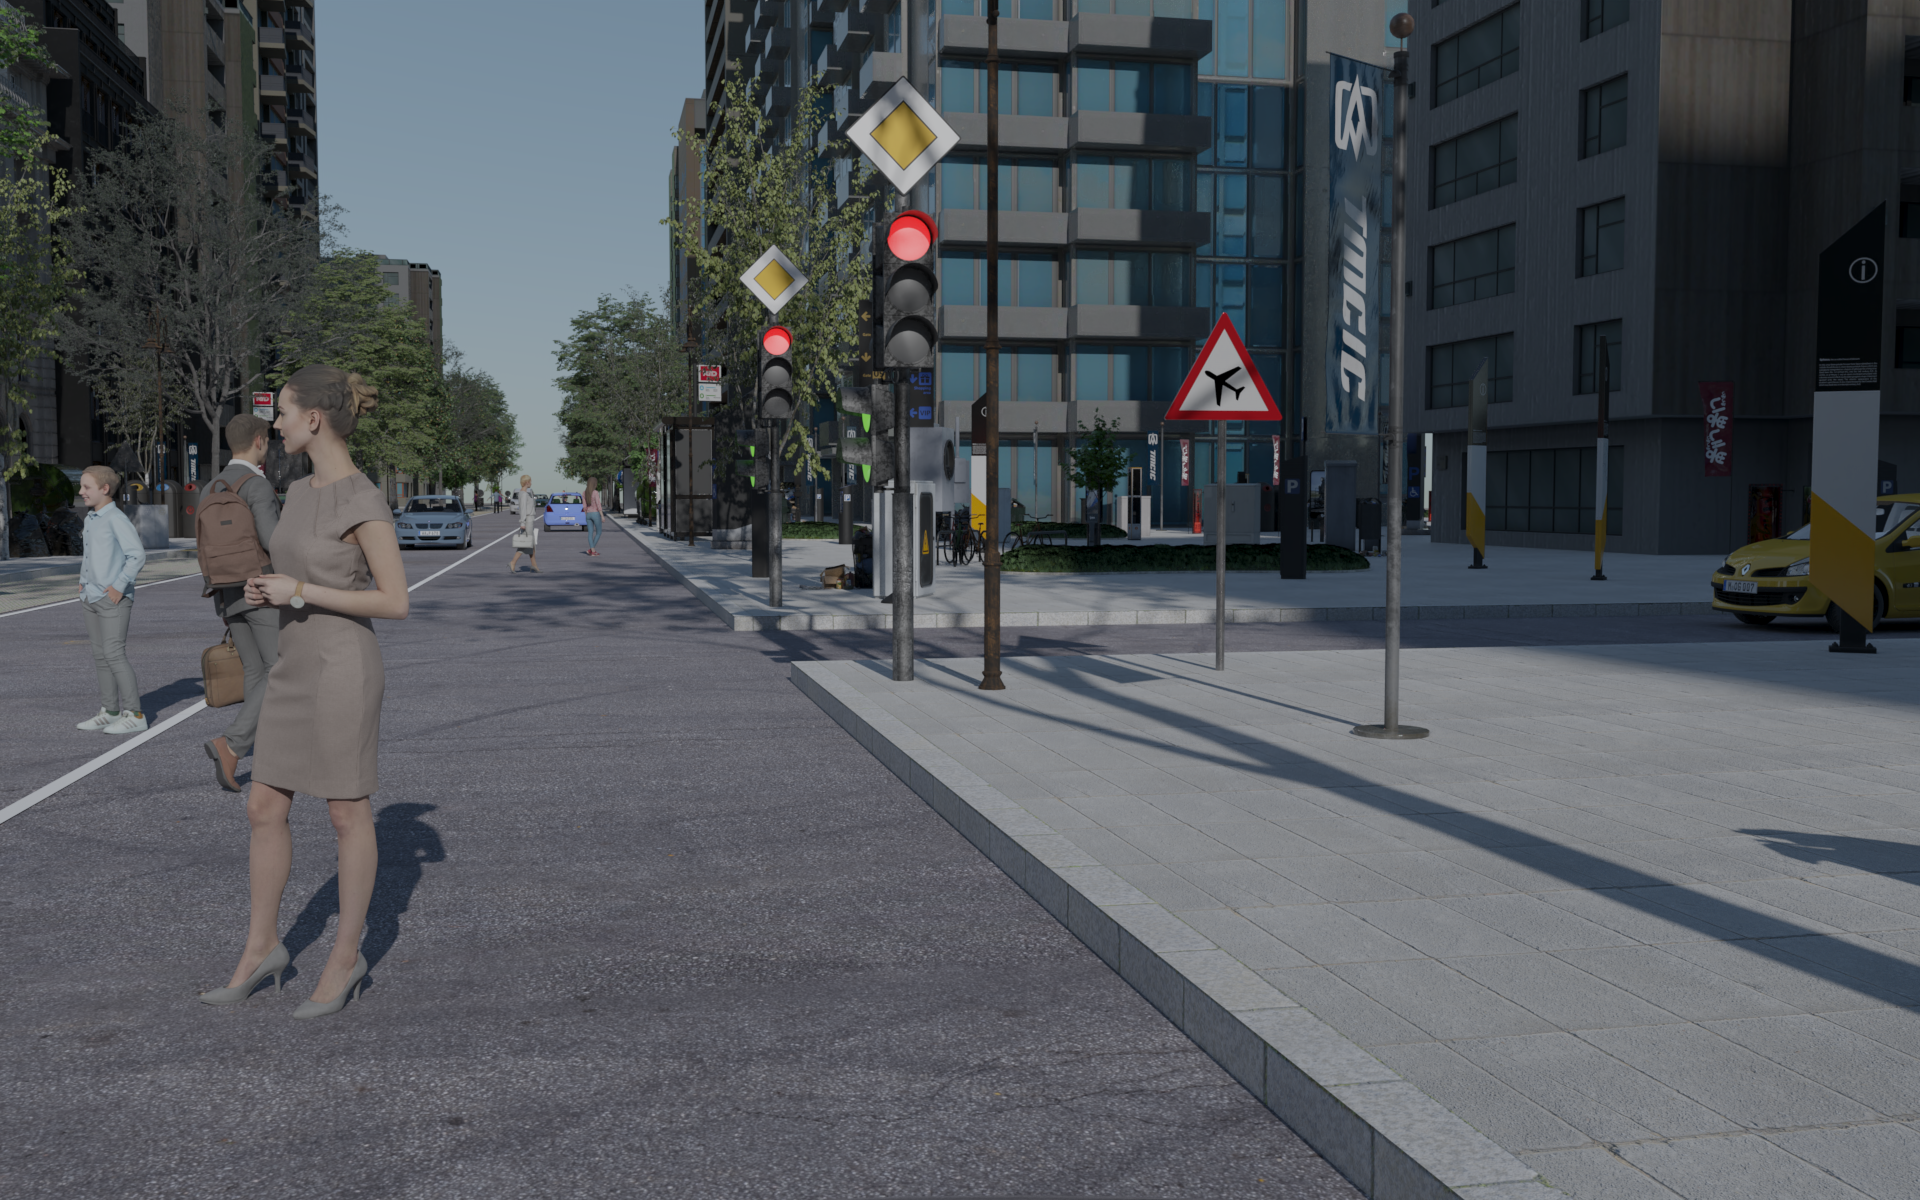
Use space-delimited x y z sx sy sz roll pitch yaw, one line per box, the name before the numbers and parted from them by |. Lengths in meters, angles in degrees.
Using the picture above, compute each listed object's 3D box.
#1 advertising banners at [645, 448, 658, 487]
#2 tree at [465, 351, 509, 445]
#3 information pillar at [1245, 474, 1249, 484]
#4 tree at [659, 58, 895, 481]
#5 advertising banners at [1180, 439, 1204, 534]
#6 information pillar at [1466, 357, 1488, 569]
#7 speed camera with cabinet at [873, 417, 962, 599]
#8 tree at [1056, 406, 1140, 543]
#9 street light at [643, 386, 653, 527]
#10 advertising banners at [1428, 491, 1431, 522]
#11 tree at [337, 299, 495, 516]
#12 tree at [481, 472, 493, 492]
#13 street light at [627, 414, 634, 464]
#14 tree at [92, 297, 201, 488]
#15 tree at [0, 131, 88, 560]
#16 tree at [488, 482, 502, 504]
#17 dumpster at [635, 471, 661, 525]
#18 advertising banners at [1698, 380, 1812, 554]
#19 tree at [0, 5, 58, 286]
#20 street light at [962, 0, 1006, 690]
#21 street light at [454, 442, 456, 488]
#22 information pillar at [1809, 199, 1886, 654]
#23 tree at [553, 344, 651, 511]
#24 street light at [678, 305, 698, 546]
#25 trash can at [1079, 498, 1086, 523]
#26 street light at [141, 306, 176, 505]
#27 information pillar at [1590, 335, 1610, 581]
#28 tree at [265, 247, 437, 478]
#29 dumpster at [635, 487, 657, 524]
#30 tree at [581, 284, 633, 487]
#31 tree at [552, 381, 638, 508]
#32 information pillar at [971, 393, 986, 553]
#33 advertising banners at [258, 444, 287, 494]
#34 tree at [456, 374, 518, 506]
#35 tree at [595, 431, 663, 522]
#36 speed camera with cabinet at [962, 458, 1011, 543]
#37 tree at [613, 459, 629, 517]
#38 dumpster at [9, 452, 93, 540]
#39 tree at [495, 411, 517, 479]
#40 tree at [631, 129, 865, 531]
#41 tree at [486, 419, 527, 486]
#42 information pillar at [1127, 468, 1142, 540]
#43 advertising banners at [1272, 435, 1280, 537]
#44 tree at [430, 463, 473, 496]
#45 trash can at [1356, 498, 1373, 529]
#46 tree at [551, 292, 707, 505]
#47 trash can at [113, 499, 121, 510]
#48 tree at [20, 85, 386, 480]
advertising banners | -11.051 -4.274 66.063 2.074 3.025 0.090 1 4 17
tree | -38.961 -13.404 129.524 12.009 13.543 11.850 0 3 0
information pillar | 10.376 -3.590 63.194 0.304 2.012 0.304 1 4 16
tree | -3.048 -4.882 30.176 4.737 8.622 4.395 0 3 0
advertising banners | 7.655 -3.643 55.748 0.090 3.025 2.074 3 5 42
information pillar | 8.846 -2.340 29.617 0.504 3.616 0.183 -3 5 -43
speed camera with cabinet | -0.562 -1.696 22.059 0.660 3.252 2.038 1 4 13
tree | 3.045 -2.668 38.224 1.663 3.219 1.824 0 3 0
street light | -12.121 -5.801 67.636 0.468 5.910 1.993 -1 4 -12
advertising banners | 21.797 -5.097 79.516 2.074 3.025 0.090 1 4 21
tree | -33.566 -11.311 101.944 9.611 12.733 9.660 0 3 0
tree | -58.900 -16.286 216.632 4.737 8.622 4.395 0 3 0
street light | -17.647 -7.328 92.600 0.468 5.910 1.993 -1 4 -12
tree | -30.300 -6.975 64.404 4.360 8.622 3.978 0 3 0
tree | -18.652 -5.065 33.167 4.737 8.622 4.395 0 3 0
tree | -61.345 -14.312 228.603 1.663 3.219 1.824 0 3 0
dumpster | -12.682 -4.239 71.800 1.502 2.255 1.985 -1 4 -12
advertising banners | 12.419 -1.861 26.622 2.074 3.025 0.090 1 4 15
tree | -16.413 -5.994 23.763 9.928 11.665 9.643 0 3 0
street light | 0.211 -2.351 11.228 0.468 5.910 1.993 -1 4 -12
street light | -41.333 -10.338 141.815 0.468 5.910 1.993 -1 4 -12
information pillar | 7.162 -1.383 13.970 0.504 3.616 0.183 2 4 24
tree | -25.909 -13.080 130.857 9.611 12.733 9.660 0 3 0
street light | -6.608 -4.261 42.451 0.468 5.910 1.993 -1 4 -12
trash can | 4.696 -3.134 62.901 0.748 1.137 0.748 0 3 0
street light | -19.682 -4.274 42.660 0.468 5.910 1.993 -1 4 -12
information pillar | 9.573 -2.107 25.811 0.183 3.616 0.504 2 4 29
tree | -28.356 -9.921 80.330 7.486 12.596 7.792 0 3 0
dumpster | -13.515 -4.268 75.536 1.264 1.857 1.865 -1 4 -12
tree | -10.576 -6.654 59.159 4.360 8.622 3.978 0 3 0
tree | -31.347 -14.987 155.407 12.009 13.543 11.850 0 3 0
information pillar | 0.500 -2.833 37.668 0.504 3.616 0.183 0 4 5
advertising banners | -25.613 -4.176 64.465 2.074 3.025 0.090 0 4 4
tree | -51.480 -16.955 183.873 9.857 13.997 8.962 0 3 0
tree | -13.879 -5.903 80.227 4.285 4.588 4.351 0 3 0
speed camera with cabinet | 0.366 -3.098 44.983 2.038 3.252 0.660 -3 4 -37
tree | -18.287 -6.157 95.266 1.663 3.219 1.824 0 3 0
dumpster | -21.112 -2.308 40.230 1.502 2.255 1.985 -1 4 -12
tree | -44.705 -14.576 155.322 9.611 12.733 9.660 0 3 0
tree | -3.981 -5.224 35.774 4.360 8.622 3.978 0 3 0
tree | -63.851 -19.181 239.364 9.928 11.665 9.643 0 3 0
information pillar | 4.842 -2.665 48.059 0.304 2.012 0.304 -1 4 -17
advertising banners | 9.779 -3.408 51.901 0.090 3.025 2.074 2 4 35
tree | -42.737 -9.895 145.494 4.285 4.588 4.351 0 3 0
trash can | 14.845 -3.194 63.871 0.748 1.137 0.748 0 3 0
tree | -20.650 -12.302 107.796 9.857 13.997 8.962 0 3 0
trash can | -25.881 -2.559 53.496 0.748 1.137 0.748 0 3 0
tree | -22.669 -8.686 52.392 12.009 13.543 11.850 0 3 0
